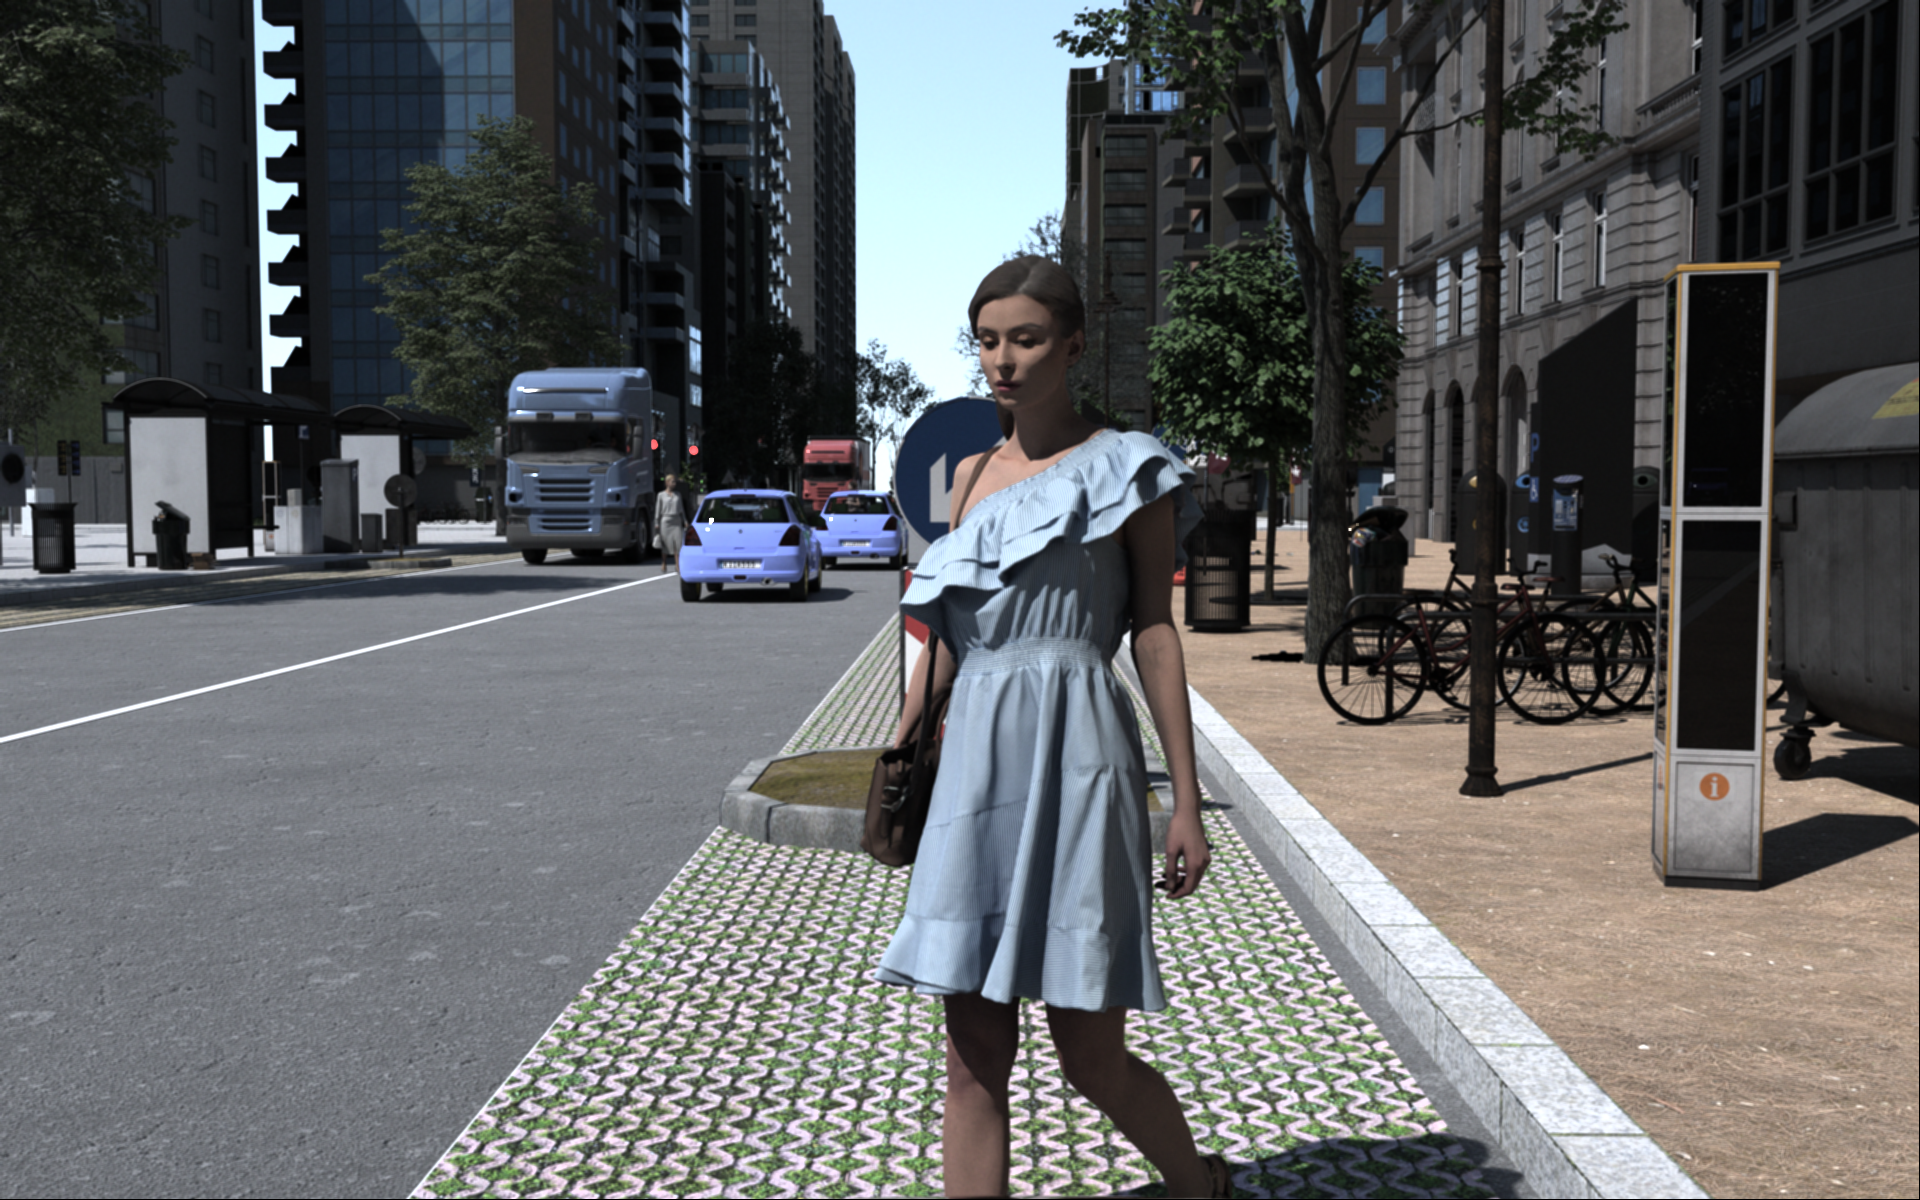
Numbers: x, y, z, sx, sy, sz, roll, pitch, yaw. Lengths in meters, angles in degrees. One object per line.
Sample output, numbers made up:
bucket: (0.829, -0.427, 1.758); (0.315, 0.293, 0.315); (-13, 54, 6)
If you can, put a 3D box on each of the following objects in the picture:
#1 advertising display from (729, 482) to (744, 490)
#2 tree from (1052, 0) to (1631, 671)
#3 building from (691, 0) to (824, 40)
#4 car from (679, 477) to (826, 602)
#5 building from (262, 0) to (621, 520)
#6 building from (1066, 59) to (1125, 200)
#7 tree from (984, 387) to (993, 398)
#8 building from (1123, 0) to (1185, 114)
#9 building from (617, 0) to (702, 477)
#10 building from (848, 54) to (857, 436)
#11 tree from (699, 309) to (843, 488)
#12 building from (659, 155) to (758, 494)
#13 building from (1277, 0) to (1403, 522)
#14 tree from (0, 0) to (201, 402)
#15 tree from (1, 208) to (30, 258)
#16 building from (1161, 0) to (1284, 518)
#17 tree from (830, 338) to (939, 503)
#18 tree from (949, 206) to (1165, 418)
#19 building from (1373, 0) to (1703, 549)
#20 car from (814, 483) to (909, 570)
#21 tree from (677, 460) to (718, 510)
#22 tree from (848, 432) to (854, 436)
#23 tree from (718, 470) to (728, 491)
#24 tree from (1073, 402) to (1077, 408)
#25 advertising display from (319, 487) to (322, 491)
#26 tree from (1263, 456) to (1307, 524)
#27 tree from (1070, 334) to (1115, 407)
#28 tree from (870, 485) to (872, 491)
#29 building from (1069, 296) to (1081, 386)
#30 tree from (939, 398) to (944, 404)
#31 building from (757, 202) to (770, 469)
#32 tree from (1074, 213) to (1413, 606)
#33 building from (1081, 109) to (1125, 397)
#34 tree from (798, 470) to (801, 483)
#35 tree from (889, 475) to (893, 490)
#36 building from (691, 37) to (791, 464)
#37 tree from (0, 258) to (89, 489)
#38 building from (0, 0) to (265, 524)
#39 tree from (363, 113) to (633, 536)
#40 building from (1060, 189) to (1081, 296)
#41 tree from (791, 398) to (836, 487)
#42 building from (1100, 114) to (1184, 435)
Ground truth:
advertising display: (-11.749, -5.254, 91.112); (0.123, 1.923, 0.974); (3, 4, 36)
tree: (2.653, -5.329, 12.886); (9.928, 11.665, 9.643); (0, 3, 0)
building: (-27.453, -49.295, 244.227); (20.563, 71.187, 20.611); (0, 4, 1)
car: (-2.878, -0.903, 24.362); (1.945, 1.707, 3.694); (0, 4, -1)
building: (-26.133, -26.889, 89.745); (14.600, 45.320, 14.200); (0, 4, 1)
building: (26.066, -52.099, 290.062); (20.563, 71.187, 20.611); (0, 4, 1)
tree: (6.243, -15.291, 156.661); (9.857, 13.997, 8.962); (0, 3, 0)
building: (25.591, -52.953, 178.448); (22.319, 86.520, 31.000); (0, 4, 1)
building: (-29.875, -49.324, 119.115); (22.319, 86.520, 31.000); (0, 4, 1)
building: (-26.200, -50.552, 264.777); (20.563, 71.187, 20.611); (0, 4, 1)
tree: (-11.763, -11.637, 107.267); (9.611, 12.733, 9.660); (0, 3, 0)
building: (-25.942, -23.165, 150.451); (14.160, 30.474, 14.107); (0, 4, 1)
building: (22.860, -26.267, 79.572); (14.200, 45.320, 14.600); (0, 4, 1)
tree: (-13.689, -6.383, 22.493); (7.486, 12.596, 7.792); (0, 3, 0)
tree: (-22.871, -5.481, 39.981); (4.360, 8.622, 3.978); (0, 3, 0)
building: (23.777, -27.480, 103.919); (22.147, 44.769, 28.867); (0, 4, 1)
tree: (-9.517, -21.520, 207.739); (12.611, 20.169, 13.585); (0, 3, 0)
tree: (4.486, -10.071, 75.034); (12.009, 13.543, 11.850); (0, 3, 0)
building: (18.420, -12.044, 38.728); (13.314, 21.916, 24.055); (0, 4, 1)
car: (-1.908, -1.487, 33.896); (1.945, 1.707, 3.694); (0, 4, 1)
tree: (-12.976, -5.480, 84.203); (1.663, 3.219, 1.824); (0, 3, 0)
tree: (-11.263, -13.847, 176.758); (4.360, 8.622, 3.978); (0, 3, 0)
tree: (-19.234, -8.854, 139.365); (1.663, 3.219, 1.824); (0, 3, 0)
tree: (4.107, -8.214, 84.665); (4.360, 8.622, 3.978); (0, 3, 0)
advertising display: (-21.477, -3.299, 59.151); (0.123, 1.923, 0.974); (2, 4, 34)
tree: (13.626, -4.841, 73.748); (1.663, 3.219, 1.824); (0, 3, 0)
tree: (5.514, -11.238, 101.870); (7.486, 12.596, 7.792); (0, 3, 0)
tree: (-10.139, -11.647, 185.032); (1.663, 3.219, 1.824); (0, 3, 0)
building: (22.648, -29.364, 251.803); (14.160, 30.474, 14.107); (0, 4, 1)
tree: (-7.740, -23.335, 237.411); (12.611, 20.169, 13.585); (0, 3, 0)
building: (-25.914, -24.027, 164.535); (14.160, 30.474, 14.107); (0, 4, 1)
tree: (3.643, -2.241, 20.354); (4.285, 4.588, 4.351); (0, 3, 0)
building: (21.393, -33.785, 202.497); (14.600, 45.320, 14.200); (0, 4, 1)
tree: (-11.362, -9.478, 138.673); (4.285, 4.588, 4.351); (0, 3, 0)
tree: (-9.062, -16.849, 259.188); (4.285, 4.588, 4.351); (0, 3, 0)
building: (-30.286, -34.685, 186.707); (23.786, 49.044, 30.456); (0, 4, 1)
tree: (-30.641, -6.501, 56.660); (4.360, 8.622, 3.978); (0, 3, 0)
building: (-42.153, -24.238, 79.886); (14.086, 41.232, 14.154); (0, 4, 1)
tree: (-13.746, -8.179, 51.862); (7.486, 12.596, 7.792); (0, 3, 0)
building: (26.609, -39.509, 269.671); (21.300, 48.544, 21.600); (0, 4, 1)
tree: (-11.128, -10.878, 128.212); (4.737, 8.622, 4.395); (0, 3, 0)
building: (17.813, -22.220, 134.994); (14.160, 30.474, 14.107); (0, 4, 1)
